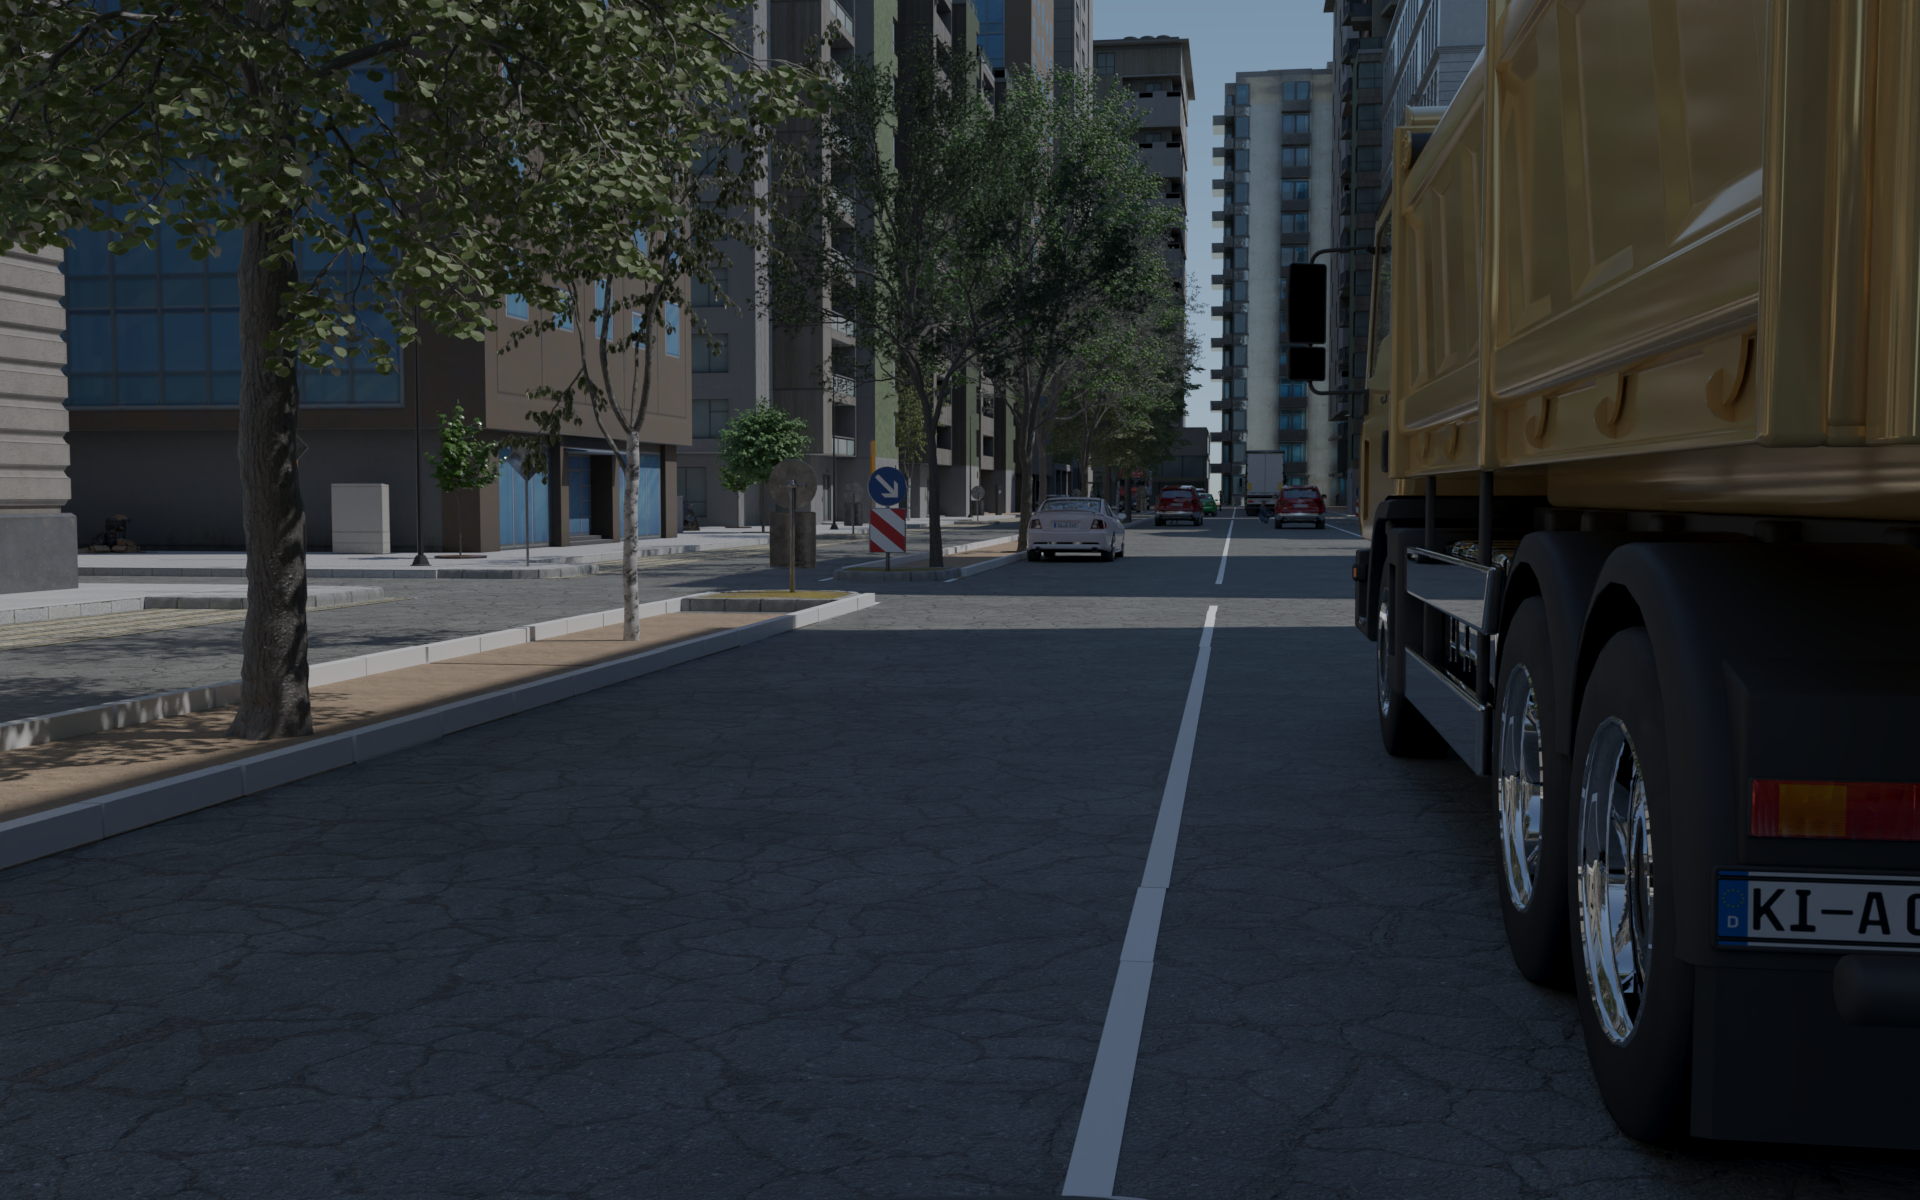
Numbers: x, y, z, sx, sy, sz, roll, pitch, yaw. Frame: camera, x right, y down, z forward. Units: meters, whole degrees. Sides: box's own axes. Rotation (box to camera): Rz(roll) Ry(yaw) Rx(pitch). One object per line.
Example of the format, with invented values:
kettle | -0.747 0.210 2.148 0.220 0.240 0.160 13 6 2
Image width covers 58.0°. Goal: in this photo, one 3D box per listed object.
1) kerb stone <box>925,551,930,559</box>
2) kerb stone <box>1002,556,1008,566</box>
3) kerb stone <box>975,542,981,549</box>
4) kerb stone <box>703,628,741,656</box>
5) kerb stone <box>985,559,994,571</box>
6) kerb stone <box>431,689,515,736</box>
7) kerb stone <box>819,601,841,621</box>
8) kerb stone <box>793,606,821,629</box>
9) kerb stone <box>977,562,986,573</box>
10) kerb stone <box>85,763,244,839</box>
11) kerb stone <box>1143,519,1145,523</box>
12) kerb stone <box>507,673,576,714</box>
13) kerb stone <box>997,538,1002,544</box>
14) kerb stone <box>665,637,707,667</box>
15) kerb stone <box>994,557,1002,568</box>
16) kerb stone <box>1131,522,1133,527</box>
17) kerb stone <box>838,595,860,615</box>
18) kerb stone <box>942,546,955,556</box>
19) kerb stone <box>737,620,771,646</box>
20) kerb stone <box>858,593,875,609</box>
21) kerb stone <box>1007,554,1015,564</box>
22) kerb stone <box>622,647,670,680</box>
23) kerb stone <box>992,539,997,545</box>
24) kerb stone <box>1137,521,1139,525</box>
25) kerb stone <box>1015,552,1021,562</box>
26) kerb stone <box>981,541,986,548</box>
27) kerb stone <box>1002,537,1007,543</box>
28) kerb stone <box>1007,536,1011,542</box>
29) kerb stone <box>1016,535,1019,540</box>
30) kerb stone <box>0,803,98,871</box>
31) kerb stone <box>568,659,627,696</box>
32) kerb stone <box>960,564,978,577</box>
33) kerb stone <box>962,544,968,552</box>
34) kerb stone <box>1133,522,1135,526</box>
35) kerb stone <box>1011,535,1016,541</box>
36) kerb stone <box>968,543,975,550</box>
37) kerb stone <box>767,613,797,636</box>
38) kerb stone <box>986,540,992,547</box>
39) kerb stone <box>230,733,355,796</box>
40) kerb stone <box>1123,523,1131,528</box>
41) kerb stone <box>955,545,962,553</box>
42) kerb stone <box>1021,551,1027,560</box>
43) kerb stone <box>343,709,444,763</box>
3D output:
kerb stone | -0.800 -0.960 37.894 0.120 0.150 1.000 1 4 9
kerb stone | 0.784 -0.754 34.531 0.120 0.150 1.000 1 4 9
kerb stone | 0.338 -1.393 44.967 0.120 0.150 1.000 1 4 9
kerb stone | -2.226 0.393 15.814 0.120 0.150 1.000 1 4 9
kerb stone | 0.457 -0.631 32.508 0.120 0.150 1.000 1 4 9
kerb stone | -3.040 0.701 10.740 0.120 0.150 1.000 1 4 9
kerb stone | -1.563 0.141 19.882 0.120 0.150 1.000 1 4 9
kerb stone | -1.725 0.204 18.865 0.120 0.150 1.000 1 4 9
kerb stone | 0.293 -0.568 31.490 0.120 0.150 1.000 1 4 9
kerb stone | -3.531 0.887 7.695 0.120 0.150 1.000 1 4 9
kerb stone | 8.758 -3.790 84.160 0.120 0.150 1.000 1 4 9
kerb stone | -2.872 0.639 11.754 0.120 0.150 1.000 1 4 9
kerb stone | 0.985 -1.636 49.006 0.120 0.150 1.000 1 4 9
kerb stone | -2.389 0.453 14.794 0.120 0.150 1.000 1 4 9
kerb stone | 0.628 -0.691 33.516 0.120 0.150 1.000 1 4 9
kerb stone | 7.300 -3.231 75.029 0.120 0.150 1.000 1 4 9
kerb stone | -1.407 0.080 20.894 0.120 0.150 1.000 1 4 9
kerb stone | -0.312 -1.145 40.927 0.120 0.150 1.000 1 4 9
kerb stone | -2.052 0.328 16.826 0.120 0.150 1.000 1 4 9
kerb stone | -1.239 0.018 21.906 0.120 0.150 1.000 1 4 9
kerb stone | 0.950 -0.816 35.544 0.120 0.150 1.000 1 4 9
kerb stone | -2.545 0.517 13.777 0.120 0.150 1.000 1 4 9
kerb stone | 0.827 -1.578 47.995 0.120 0.150 1.000 1 4 9
kerb stone | 7.948 -3.479 79.079 0.120 0.150 1.000 1 4 9
kerb stone | 1.108 -0.877 36.557 0.120 0.150 1.000 1 4 9
kerb stone | 0.504 -1.455 45.976 0.120 0.150 1.000 1 4 9
kerb stone | 1.149 -1.698 50.015 0.120 0.150 1.000 1 4 9
kerb stone | 1.310 -1.763 51.024 0.120 0.150 1.000 1 4 9
kerb stone | 1.635 -1.887 53.054 0.120 0.150 1.000 1 4 9
kerb stone | -3.689 0.949 6.686 0.120 0.150 1.000 1 4 9
kerb stone | -2.708 0.577 12.768 0.120 0.150 1.000 1 4 9
kerb stone | 0.140 -0.505 30.480 0.120 0.150 1.000 1 4 9
kerb stone | 0.011 -1.269 42.946 0.120 0.150 1.000 1 4 9
kerb stone | 7.463 -3.294 76.045 0.120 0.150 1.000 1 4 9
kerb stone | 1.482 -1.824 52.032 0.120 0.150 1.000 1 4 9
kerb stone | 0.182 -1.329 43.957 0.120 0.150 1.000 1 4 9
kerb stone | -1.891 0.267 17.839 0.120 0.150 1.000 1 4 9
kerb stone | 0.667 -1.513 46.986 0.120 0.150 1.000 1 4 9
kerb stone | -3.361 0.826 8.703 0.120 0.150 1.000 1 4 9
kerb stone | 7.130 -3.169 74.016 0.120 0.150 1.000 1 4 9
kerb stone | -0.146 -1.207 41.936 0.120 0.150 1.000 1 4 9
kerb stone | 1.275 -0.940 37.566 0.120 0.150 1.000 1 4 9
kerb stone | -3.192 0.763 9.720 0.120 0.150 1.000 1 4 9
